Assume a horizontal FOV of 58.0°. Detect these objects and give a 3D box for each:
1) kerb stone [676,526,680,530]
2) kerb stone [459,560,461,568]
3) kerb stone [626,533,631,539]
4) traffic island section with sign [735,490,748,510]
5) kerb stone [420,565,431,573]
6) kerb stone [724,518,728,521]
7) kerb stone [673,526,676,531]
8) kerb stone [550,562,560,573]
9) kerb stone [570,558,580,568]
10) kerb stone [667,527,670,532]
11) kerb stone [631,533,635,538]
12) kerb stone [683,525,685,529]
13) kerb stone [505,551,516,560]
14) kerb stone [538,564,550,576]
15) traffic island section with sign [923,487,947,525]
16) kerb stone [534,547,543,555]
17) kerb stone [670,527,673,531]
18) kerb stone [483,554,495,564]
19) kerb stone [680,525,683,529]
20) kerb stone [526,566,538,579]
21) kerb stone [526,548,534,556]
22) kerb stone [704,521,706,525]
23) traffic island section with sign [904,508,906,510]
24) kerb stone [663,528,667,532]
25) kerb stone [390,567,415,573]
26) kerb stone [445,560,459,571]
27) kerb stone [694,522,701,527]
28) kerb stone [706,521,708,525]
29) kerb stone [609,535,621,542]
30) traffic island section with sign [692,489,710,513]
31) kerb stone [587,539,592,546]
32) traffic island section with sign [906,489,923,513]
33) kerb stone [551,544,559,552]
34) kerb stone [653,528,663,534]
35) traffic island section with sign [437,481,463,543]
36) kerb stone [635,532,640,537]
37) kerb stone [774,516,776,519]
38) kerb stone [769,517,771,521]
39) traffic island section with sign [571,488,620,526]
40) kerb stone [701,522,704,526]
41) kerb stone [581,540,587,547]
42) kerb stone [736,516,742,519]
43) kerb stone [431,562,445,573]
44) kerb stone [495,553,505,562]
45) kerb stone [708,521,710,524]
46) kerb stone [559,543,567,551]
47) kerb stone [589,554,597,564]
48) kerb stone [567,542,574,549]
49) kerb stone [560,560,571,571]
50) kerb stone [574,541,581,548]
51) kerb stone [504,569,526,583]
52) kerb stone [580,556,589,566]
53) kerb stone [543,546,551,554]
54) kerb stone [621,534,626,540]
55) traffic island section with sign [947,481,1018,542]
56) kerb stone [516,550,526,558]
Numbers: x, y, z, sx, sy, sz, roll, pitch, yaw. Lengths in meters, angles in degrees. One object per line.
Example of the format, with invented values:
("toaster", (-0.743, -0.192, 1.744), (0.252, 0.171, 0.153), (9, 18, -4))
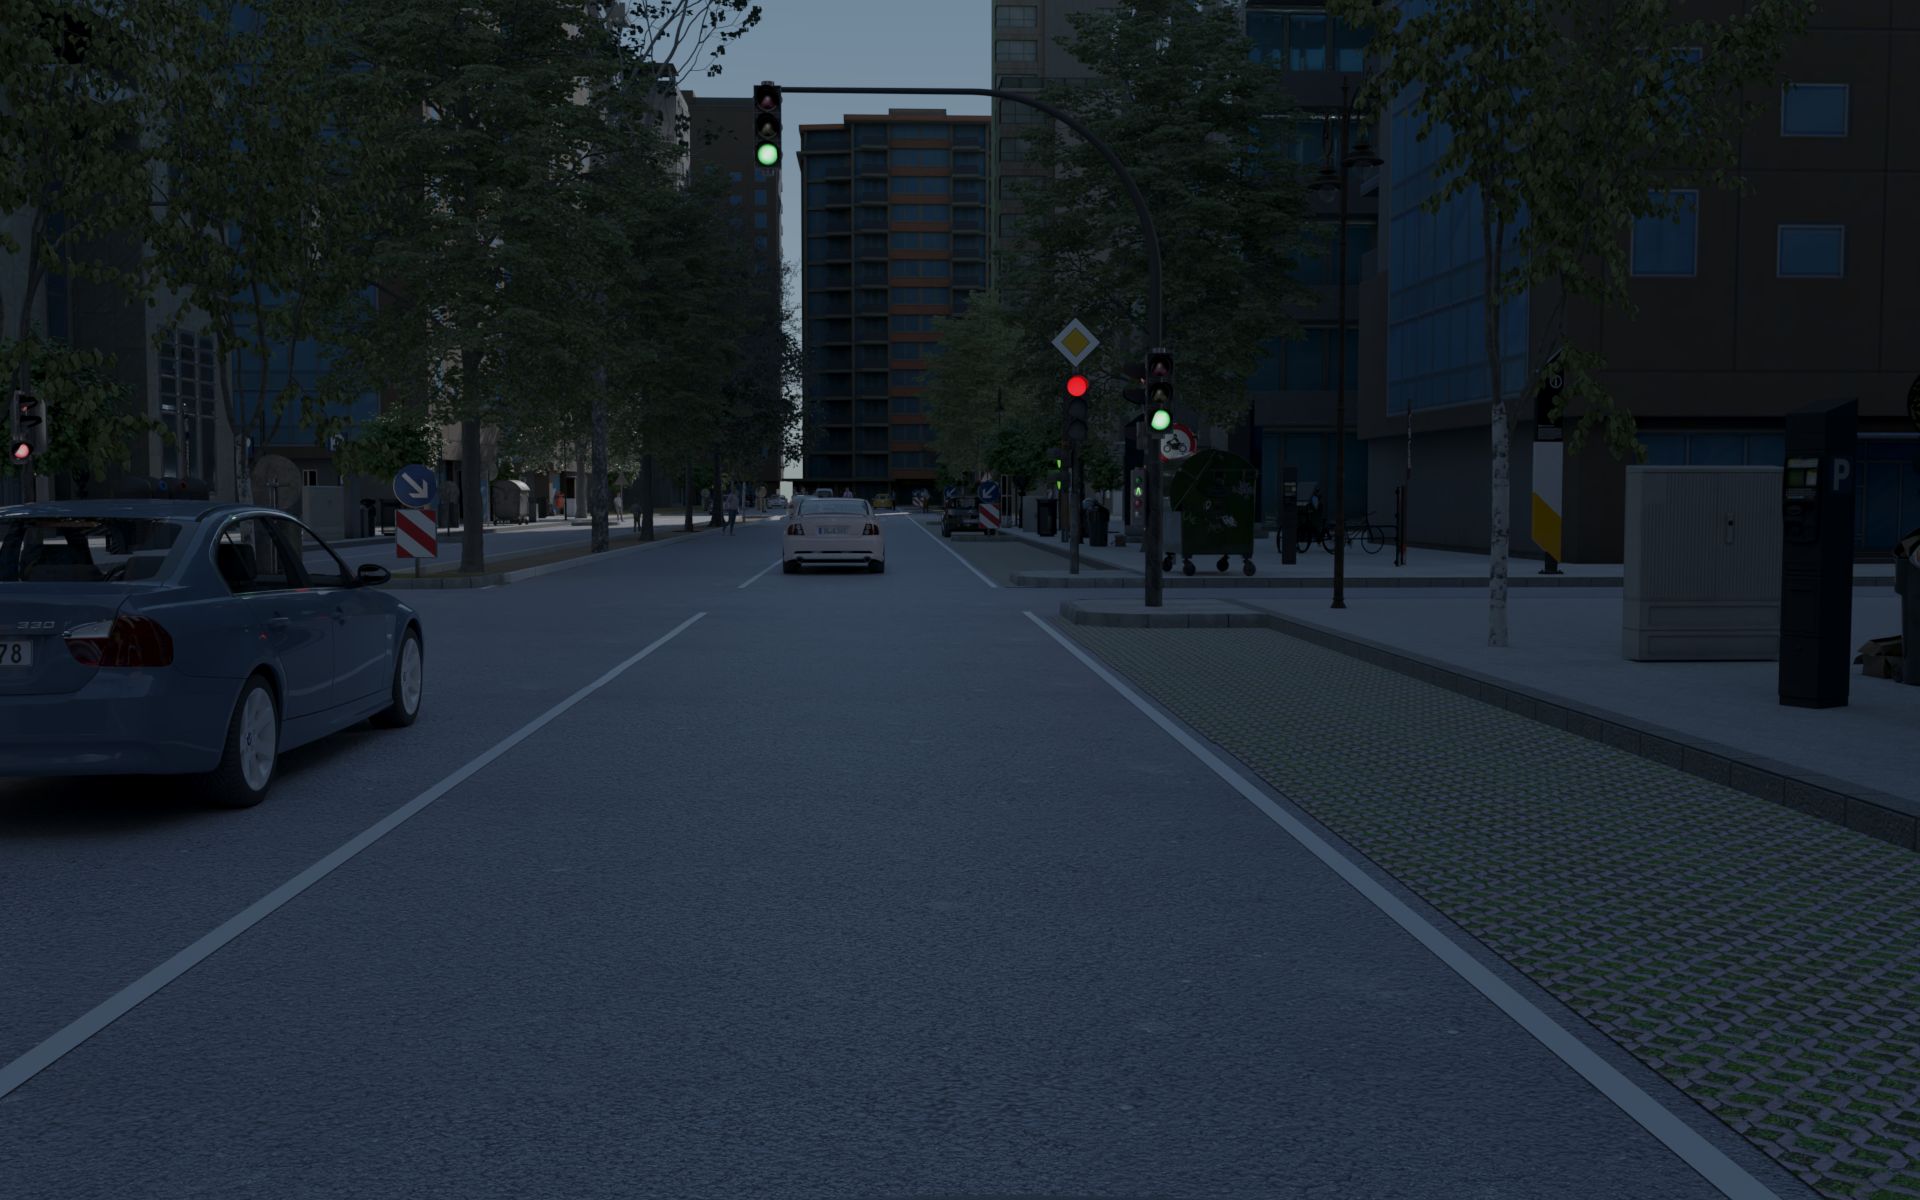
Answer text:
("kerb stone", (-11.273, -2.818, 68.269), (0.120, 0.150, 1.000), (0, 4, -3))
("kerb stone", (-9.659, -0.688, 33.448), (0.120, 0.150, 1.000), (0, 4, -3))
("kerb stone", (-10.659, -2.001, 54.947), (0.120, 0.150, 1.000), (0, 4, -3))
("traffic island section with sign", (-20.130, -8.991, 155.636), (1.989, 1.847, 2.006), (0, 4, -3))
("kerb stone", (-9.522, -0.500, 30.373), (0.120, 0.150, 1.000), (0, 4, -3))
("kerb stone", (-12.408, -4.320, 92.834), (0.120, 0.150, 1.000), (0, 4, -3))
("kerb stone", (-11.226, -2.756, 67.248), (0.120, 0.150, 1.000), (0, 4, -3))
("kerb stone", (-7.471, -0.567, 31.496), (0.120, 0.150, 1.000), (0, 4, -3))
("kerb stone", (-7.570, -0.693, 33.557), (0.120, 0.150, 1.000), (0, 4, -3))
("kerb stone", (-11.127, -2.629, 65.186), (0.120, 0.150, 1.000), (0, 4, -3))
("kerb stone", (-10.703, -2.066, 55.968), (0.120, 0.150, 1.000), (0, 4, -3))
("kerb stone", (-11.367, -2.936, 70.323), (0.120, 0.150, 1.000), (0, 4, -3))
("kerb stone", (-9.849, -0.939, 37.545), (0.120, 0.150, 1.000), (0, 4, -3))
("kerb stone", (-7.424, -0.505, 30.473), (0.120, 0.150, 1.000), (0, 4, -3))
("traffic island section with sign", (-0.556, -4.369, 80.067), (1.989, 1.847, 2.006), (0, 4, -3))
("kerb stone", (-9.997, -1.126, 40.608), (0.120, 0.150, 1.000), (0, 4, -3))
("kerb stone", (-11.182, -2.693, 66.219), (0.120, 0.150, 1.000), (0, 4, -3))
("kerb stone", (-9.759, -0.812, 35.503), (0.120, 0.150, 1.000), (0, 4, -3))
("kerb stone", (-11.316, -2.880, 69.291), (0.120, 0.150, 1.000), (0, 4, -3))
("kerb stone", (-7.384, -0.444, 29.452), (0.120, 0.150, 1.000), (0, 4, -3))
("kerb stone", (-9.946, -1.064, 39.587), (0.120, 0.150, 1.000), (0, 4, -3))
("kerb stone", (-11.744, -3.444, 78.512), (0.120, 0.150, 1.000), (0, 4, -3))
("traffic island section with sign", (-4.089, -9.051, 156.607), (1.989, 1.847, 2.006), (0, 4, -3))
("kerb stone", (-11.077, -2.564, 64.163), (0.120, 0.150, 1.000), (0, 4, -3))
("kerb stone", (-9.480, -0.436, 29.339), (0.120, 0.150, 1.000), (0, 4, -3))
("kerb stone", (-9.614, -0.626, 32.423), (0.120, 0.150, 1.000), (0, 4, -3))
("kerb stone", (-11.643, -3.319, 76.463), (0.120, 0.150, 1.000), (0, 4, -3))
("kerb stone", (-11.789, -3.507, 79.533), (0.120, 0.150, 1.000), (0, 4, -3))
("kerb stone", (-10.564, -1.875, 52.901), (0.120, 0.150, 1.000), (0, 4, -3))
("traffic island section with sign", (-18.897, -7.344, 128.709), (1.989, 1.847, 2.006), (0, 4, -3))
("kerb stone", (-10.320, -1.565, 47.788), (0.120, 0.150, 1.000), (0, 4, -3))
("traffic island section with sign", (-2.842, -7.404, 129.681), (1.989, 1.847, 2.006), (0, 4, -3))
("kerb stone", (-10.088, -1.252, 42.658), (0.120, 0.150, 1.000), (0, 4, -3))
("kerb stone", (-11.029, -2.504, 63.139), (0.120, 0.150, 1.000), (0, 4, -3))
("traffic island section with sign", (-15.332, -2.630, 51.635), (1.989, 1.847, 2.006), (0, 4, -3))
("kerb stone", (-10.749, -2.126, 56.989), (0.120, 0.150, 1.000), (0, 4, -3))
("kerb stone", (-10.449, -4.511, 95.953), (0.120, 0.150, 1.000), (0, 4, -3))
("kerb stone", (-10.260, -4.261, 91.861), (0.120, 0.150, 1.000), (0, 4, -3))
("traffic island section with sign", (-16.597, -4.312, 79.132), (1.989, 1.847, 2.006), (0, 4, -3))
("kerb stone", (-11.696, -3.382, 77.486), (0.120, 0.150, 1.000), (0, 4, -3))
("kerb stone", (-10.285, -1.498, 46.761), (0.120, 0.150, 1.000), (0, 4, -3))
("kerb stone", (-12.739, -4.759, 100.003), (0.120, 0.150, 1.000), (0, 4, -3))
("kerb stone", (-9.569, -0.563, 31.402), (0.120, 0.150, 1.000), (0, 4, -3))
("kerb stone", (-9.809, -0.876, 36.524), (0.120, 0.150, 1.000), (0, 4, -3))
("kerb stone", (-11.831, -3.560, 80.566), (0.120, 0.150, 1.000), (0, 4, -3))
("kerb stone", (-10.135, -1.314, 43.680), (0.120, 0.150, 1.000), (0, 4, -3))
("kerb stone", (-7.661, -0.820, 35.599), (0.120, 0.150, 1.000), (0, 4, -3))
("kerb stone", (-10.180, -1.373, 44.701), (0.120, 0.150, 1.000), (0, 4, -3))
("kerb stone", (-7.514, -0.628, 32.529), (0.120, 0.150, 1.000), (0, 4, -3))
("kerb stone", (-10.227, -1.439, 45.728), (0.120, 0.150, 1.000), (0, 4, -3))
("kerb stone", (-7.324, -0.381, 28.431), (0.120, 0.150, 1.000), (0, 4, -3))
("kerb stone", (-7.608, -0.757, 34.579), (0.120, 0.150, 1.000), (0, 4, -3))
("kerb stone", (-10.039, -1.189, 41.632), (0.120, 0.150, 1.000), (0, 4, -3))
("kerb stone", (-10.608, -1.941, 53.924), (0.120, 0.150, 1.000), (0, 4, -3))
("traffic island section with sign", (0.726, -2.682, 52.477), (1.989, 1.847, 2.006), (0, 4, -3))
("kerb stone", (-9.893, -1.001, 38.567), (0.120, 0.150, 1.000), (0, 4, -3))
